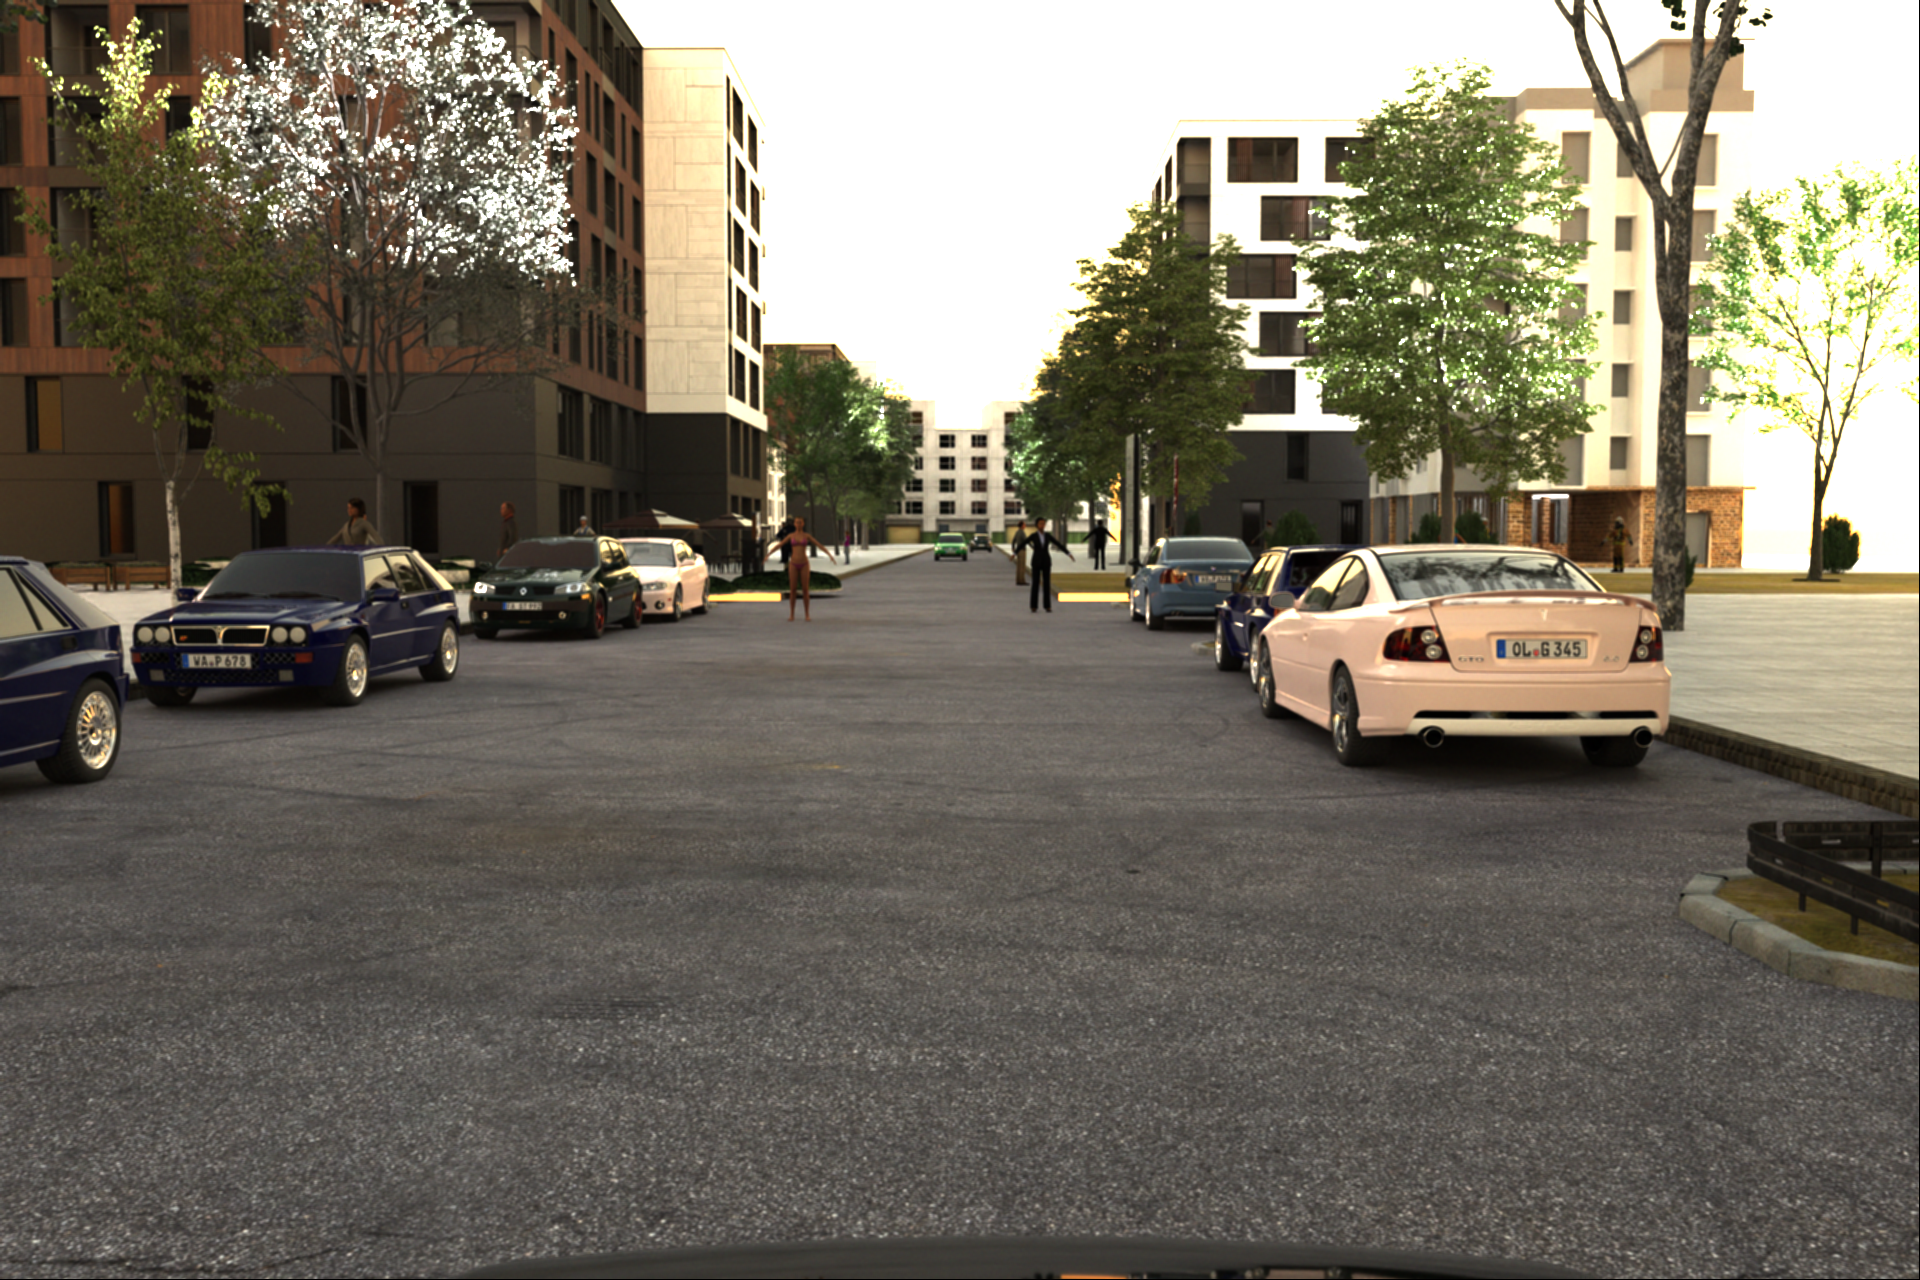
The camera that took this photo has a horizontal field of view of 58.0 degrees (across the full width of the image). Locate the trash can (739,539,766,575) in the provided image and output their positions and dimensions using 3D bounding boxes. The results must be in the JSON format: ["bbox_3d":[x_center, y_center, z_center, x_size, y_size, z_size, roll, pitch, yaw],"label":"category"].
[{"bbox_3d":[-5.755,-2.232,48.149,0.748,1.137,0.748,0,3,0],"label":"trash can"}]

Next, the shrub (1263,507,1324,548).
[{"bbox_3d":[9.765,-2.856,50.742,1.661,2.075,1.752,0,3,0],"label":"shrub"}]

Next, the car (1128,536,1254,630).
[{"bbox_3d":[3.672,-0.921,27.063,2.014,1.417,4.499,0,4,1],"label":"car"}]

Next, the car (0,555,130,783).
[{"bbox_3d":[-5.842,0.237,8.714,1.945,1.354,3.894,0,4,0],"label":"car"}]

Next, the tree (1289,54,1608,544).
[{"bbox_3d":[11.502,-7.584,42.119,7.486,12.596,7.792,0,3,0],"label":"tree"}]

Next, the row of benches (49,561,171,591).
[{"bbox_3d":[-19.651,-1.429,38.827,1.422,0.672,4.104,3,4,36],"label":"row of benches"}]

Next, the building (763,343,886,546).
[{"bbox_3d":[-23.552,-21.899,202.017,27.936,21.610,32.646,0,4,1],"label":"building"}]

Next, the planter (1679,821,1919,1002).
[{"bbox_3d":[3.678,0.922,6.073,1.991,0.319,1.994,0,4,0],"label":"planter"}]

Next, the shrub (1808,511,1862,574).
[{"bbox_3d":[28.375,-3.164,56.153,1.690,2.028,1.600,0,3,0],"label":"shrub"}]

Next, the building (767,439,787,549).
[{"bbox_3d":[-20.639,-13.407,161.344,9.099,9.664,28.070,0,4,1],"label":"building"}]

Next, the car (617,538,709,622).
[{"bbox_3d":[-5.475,-1.061,29.706,2.083,1.381,4.827,0,4,1],"label":"car"}]

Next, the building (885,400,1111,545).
[{"bbox_3d":[3.506,-22.398,235.117,31.486,18.905,16.747,0,4,-4],"label":"building"}]

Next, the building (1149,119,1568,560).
[{"bbox_3d":[24.857,-15.773,101.864,27.936,21.610,32.646,0,4,0],"label":"building"}]

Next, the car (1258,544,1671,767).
[{"bbox_3d":[3.283,0.019,12.054,2.083,1.381,4.827,0,4,0],"label":"car"}]

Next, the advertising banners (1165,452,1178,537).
[{"bbox_3d":[4.655,-2.567,38.163,0.090,3.025,2.074,0,4,1],"label":"advertising banners"}]

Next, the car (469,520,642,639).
[{"bbox_3d":[-5.745,-0.925,24.913,2.009,1.686,4.222,0,4,1],"label":"car"}]

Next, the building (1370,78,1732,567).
[{"bbox_3d":[24.064,-13.578,78.426,16.016,20.090,11.380,0,4,1],"label":"building"}]

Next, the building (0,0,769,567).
[{"bbox_3d":[-23.823,-13.890,71.083,27.936,21.610,32.646,0,4,1],"label":"building"}]

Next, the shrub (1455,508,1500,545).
[{"bbox_3d":[14.402,-2.720,48.884,1.690,2.028,1.600,0,3,0],"label":"shrub"}]

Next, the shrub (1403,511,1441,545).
[{"bbox_3d":[14.558,-2.999,53.449,1.690,2.028,1.600,0,3,0],"label":"shrub"}]

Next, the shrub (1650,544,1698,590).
[{"bbox_3d":[16.171,-1.720,39.247,1.383,1.207,1.383,0,3,0],"label":"shrub"}]

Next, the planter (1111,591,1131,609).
[{"bbox_3d":[3.975,-0.782,33.932,1.991,0.319,1.994,0,4,0],"label":"planter"}]

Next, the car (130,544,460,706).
[{"bbox_3d":[-5.855,-0.187,15.637,1.945,1.354,3.894,0,4,1],"label":"car"}]

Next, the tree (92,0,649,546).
[{"bbox_3d":[-12.022,-7.656,35.543,12.009,13.543,11.850,0,3,0],"label":"tree"}]

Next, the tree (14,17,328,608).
[{"bbox_3d":[-11.508,-4.582,25.282,4.737,8.622,4.395,0,3,0],"label":"tree"}]

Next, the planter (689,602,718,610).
[{"bbox_3d":[-5.768,-0.767,33.679,1.991,0.319,1.994,0,4,1],"label":"planter"}]

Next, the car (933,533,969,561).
[{"bbox_3d":[-0.491,-5.213,94.021,1.959,1.807,4.718,0,4,0],"label":"car"}]

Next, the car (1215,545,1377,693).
[{"bbox_3d":[3.538,-0.269,16.978,1.945,1.354,3.894,0,4,1],"label":"car"}]

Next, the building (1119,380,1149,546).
[{"bbox_3d":[28.369,-20.605,203.357,16.747,18.905,31.486,0,4,1],"label":"building"}]

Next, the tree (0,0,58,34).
[{"bbox_3d":[-11.755,-6.476,12.540,9.857,13.997,8.962,0,3,0],"label":"tree"}]

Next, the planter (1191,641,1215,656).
[{"bbox_3d":[3.831,0.010,20.969,1.991,0.319,1.994,0,4,1],"label":"planter"}]

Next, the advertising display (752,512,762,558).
[{"bbox_3d":[-5.873,-2.745,50.088,0.123,1.923,0.974,0,4,3],"label":"advertising display"}]

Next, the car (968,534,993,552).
[{"bbox_3d":[1.633,-7.752,136.525,2.009,1.686,4.222,0,4,0],"label":"car"}]

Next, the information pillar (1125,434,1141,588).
[{"bbox_3d":[4.125,-3.060,41.347,0.184,3.620,1.656,0,4,0],"label":"information pillar"}]
